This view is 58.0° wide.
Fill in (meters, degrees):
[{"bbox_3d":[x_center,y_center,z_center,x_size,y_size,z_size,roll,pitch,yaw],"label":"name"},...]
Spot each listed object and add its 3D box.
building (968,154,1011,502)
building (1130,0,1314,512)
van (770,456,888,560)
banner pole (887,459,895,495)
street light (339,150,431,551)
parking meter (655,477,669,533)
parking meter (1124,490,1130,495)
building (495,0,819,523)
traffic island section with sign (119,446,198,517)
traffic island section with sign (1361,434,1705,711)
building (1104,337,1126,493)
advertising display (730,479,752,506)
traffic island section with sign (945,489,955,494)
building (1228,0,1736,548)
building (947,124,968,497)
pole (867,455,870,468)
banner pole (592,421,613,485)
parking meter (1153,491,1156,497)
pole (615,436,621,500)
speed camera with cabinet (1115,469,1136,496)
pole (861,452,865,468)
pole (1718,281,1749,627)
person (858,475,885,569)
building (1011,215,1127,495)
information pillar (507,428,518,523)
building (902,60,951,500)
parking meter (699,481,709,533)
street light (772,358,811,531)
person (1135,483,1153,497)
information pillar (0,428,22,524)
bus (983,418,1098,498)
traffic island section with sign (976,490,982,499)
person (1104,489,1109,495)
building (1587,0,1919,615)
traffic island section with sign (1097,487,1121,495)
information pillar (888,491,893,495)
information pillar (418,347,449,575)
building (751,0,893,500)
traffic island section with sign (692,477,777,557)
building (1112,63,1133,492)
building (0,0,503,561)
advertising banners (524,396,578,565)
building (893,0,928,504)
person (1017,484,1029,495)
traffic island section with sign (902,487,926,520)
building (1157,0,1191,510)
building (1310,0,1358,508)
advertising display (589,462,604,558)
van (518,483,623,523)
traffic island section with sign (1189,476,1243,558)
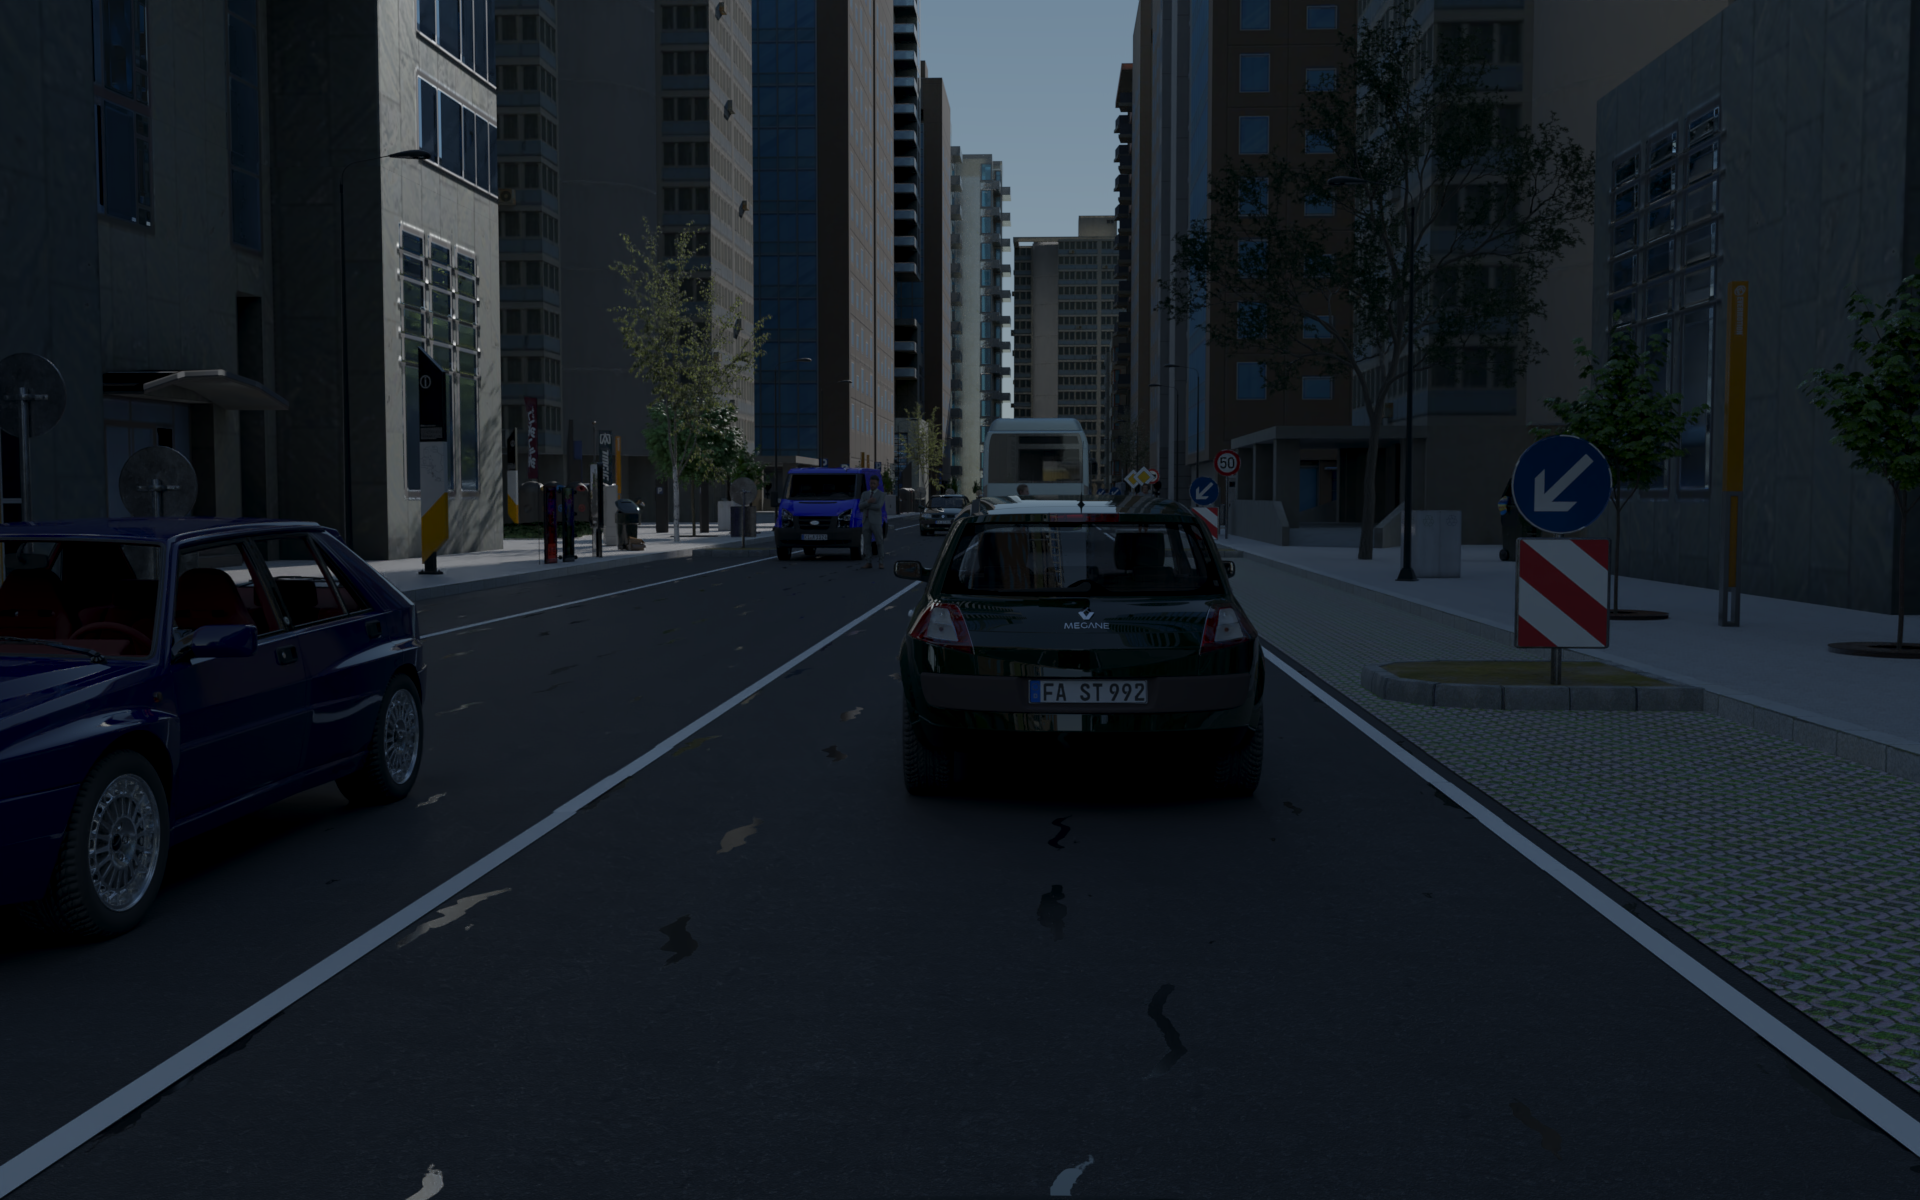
[{"bbox_3d":[-8.107,-38.051,241.740,30.456,49.044,23.786,0,4,3],"label":"building"},{"bbox_3d":[22.384,-30.752,152.900,14.600,45.320,14.200,0,4,3],"label":"building"},{"bbox_3d":[-2.886,-2.133,39.266,2.240,2.365,5.245,0,4,4],"label":"van"},{"bbox_3d":[-4.958,-8.167,123.541,0.863,3.779,0.401,-3,5,-40],"label":"banner pole"},{"bbox_3d":[-7.828,-3.119,23.543,1.470,5.913,1.316,0,4,3],"label":"street light"},{"bbox_3d":[-9.869,-3.154,57.285,0.399,1.863,0.255,1,4,21],"label":"parking meter"},{"bbox_3d":[11.421,-6.739,118.588,0.372,1.533,0.369,0,3,0],"label":"parking meter"},{"bbox_3d":[-23.178,-23.939,83.282,32.217,40.220,23.993,0,4,3],"label":"building"},{"bbox_3d":[-6.527,-0.299,13.515,1.989,1.847,2.006,0,4,3],"label":"traffic island section with sign"},{"bbox_3d":[3.951,-0.227,12.345,1.989,1.847,2.006,0,4,3],"label":"traffic island section with sign"},{"bbox_3d":[31.324,-21.993,204.623,27.650,21.520,28.899,0,4,3],"label":"building"},{"bbox_3d":[-7.829,-3.468,61.910,0.974,1.923,0.123,2,4,35],"label":"advertising display"},{"bbox_3d":[-0.655,-6.998,123.053,1.989,1.847,2.006,0,4,3],"label":"traffic island section with sign"},{"bbox_3d":[24.364,-21.742,47.370,32.217,40.220,23.993,0,4,3],"label":"building"},{"bbox_3d":[-15.163,-36.103,209.888,30.456,49.044,23.786,0,4,3],"label":"building"},{"bbox_3d":[-4.761,-5.872,89.852,0.158,3.312,0.155,0,3,0],"label":"pole"},{"bbox_3d":[-12.344,-4.255,59.587,0.863,3.779,0.401,0,4,3],"label":"banner pole"},{"bbox_3d":[10.923,-5.495,98.256,0.372,1.533,0.369,0,3,0],"label":"parking meter"},{"bbox_3d":[-12.057,-4.115,61.120,0.158,3.312,0.155,0,3,0],"label":"pole"},{"bbox_3d":[12.943,-8.628,135.404,0.660,3.252,2.038,3,5,40],"label":"speed camera with cabinet"},{"bbox_3d":[-4.720,-5.515,84.014,0.158,3.312,0.155,0,3,0],"label":"pole"},{"bbox_3d":[7.463,-1.399,16.711,0.158,3.312,0.155,0,3,0],"label":"pole"},{"bbox_3d":[-1.693,-1.503,33.259,0.511,1.800,0.466,0,4,7],"label":"person"},{"bbox_3d":[19.278,-33.786,244.289,23.993,40.220,32.217,0,4,3],"label":"building"},{"bbox_3d":[-15.848,-4.283,61.382,0.504,3.616,0.183,3,4,37],"label":"information pillar"},{"bbox_3d":[-8.306,-32.635,183.693,14.600,45.320,14.200,0,4,3],"label":"building"},{"bbox_3d":[-8.473,-3.160,57.380,0.255,1.863,0.399,-1,4,-19],"label":"parking meter"},{"bbox_3d":[-5.778,-5.312,59.388,1.470,5.913,1.316,0,4,3],"label":"street light"},{"bbox_3d":[5.797,-2.836,55.219,0.716,1.782,0.532,0,4,7],"label":"person"},{"bbox_3d":[-9.007,-0.723,16.312,0.304,2.012,0.304,2,4,23],"label":"information pillar"},{"bbox_3d":[2.370,-3.287,48.607,2.948,3.499,13.247,0,4,5],"label":"bus"},{"bbox_3d":[1.976,-10.016,172.389,1.989,1.847,2.006,0,4,3],"label":"traffic island section with sign"},{"bbox_3d":[9.562,-6.258,111.168,0.716,1.782,0.532,1,4,16],"label":"person"},{"bbox_3d":[20.739,-42.658,10.129,22.319,86.520,31.000,0,4,3],"label":"building"},{"bbox_3d":[8.385,-5.292,95.159,1.989,1.847,2.006,0,4,3],"label":"traffic island section with sign"},{"bbox_3d":[-5.094,-7.458,126.433,0.304,2.012,0.304,3,5,39],"label":"information pillar"},{"bbox_3d":[-8.375,-2.212,27.518,0.504,3.616,0.183,1,4,22],"label":"information pillar"},{"bbox_3d":[-12.600,-29.503,132.488,14.600,45.320,14.200,0,4,3],"label":"building"},{"bbox_3d":[-5.085,-1.945,40.432,1.989,1.847,2.006,0,4,3],"label":"traffic island section with sign"},{"bbox_3d":[26.744,-31.820,174.881,22.147,44.769,28.867,0,4,3],"label":"building"},{"bbox_3d":[-20.614,-43.431,22.762,22.319,86.520,31.000,0,4,3],"label":"building"},{"bbox_3d":[-7.538,-2.184,31.889,0.090,3.025,2.074,1,4,12],"label":"advertising banners"},{"bbox_3d":[-13.747,-51.833,160.135,22.319,86.520,31.000,0,4,3],"label":"building"},{"bbox_3d":[1.069,-1.189,29.751,0.330,1.601,0.589,2,4,27],"label":"person"},{"bbox_3d":[-2.137,-5.321,95.628,1.989,1.847,2.006,0,4,3],"label":"traffic island section with sign"},{"bbox_3d":[21.986,-34.063,98.921,21.231,58.520,28.212,0,4,3],"label":"building"},{"bbox_3d":[21.534,-29.262,128.542,14.600,45.320,14.200,0,4,3],"label":"building"},{"bbox_3d":[-7.417,-1.843,35.354,0.123,1.923,0.974,-1,4,-21],"label":"advertising display"},{"bbox_3d":[-15.008,-3.639,66.505,4.112,2.044,2.013,0,4,3],"label":"van"},{"bbox_3d":[5.427,-1.903,39.736,1.989,1.847,2.006,0,4,3],"label":"traffic island section with sign"}]
